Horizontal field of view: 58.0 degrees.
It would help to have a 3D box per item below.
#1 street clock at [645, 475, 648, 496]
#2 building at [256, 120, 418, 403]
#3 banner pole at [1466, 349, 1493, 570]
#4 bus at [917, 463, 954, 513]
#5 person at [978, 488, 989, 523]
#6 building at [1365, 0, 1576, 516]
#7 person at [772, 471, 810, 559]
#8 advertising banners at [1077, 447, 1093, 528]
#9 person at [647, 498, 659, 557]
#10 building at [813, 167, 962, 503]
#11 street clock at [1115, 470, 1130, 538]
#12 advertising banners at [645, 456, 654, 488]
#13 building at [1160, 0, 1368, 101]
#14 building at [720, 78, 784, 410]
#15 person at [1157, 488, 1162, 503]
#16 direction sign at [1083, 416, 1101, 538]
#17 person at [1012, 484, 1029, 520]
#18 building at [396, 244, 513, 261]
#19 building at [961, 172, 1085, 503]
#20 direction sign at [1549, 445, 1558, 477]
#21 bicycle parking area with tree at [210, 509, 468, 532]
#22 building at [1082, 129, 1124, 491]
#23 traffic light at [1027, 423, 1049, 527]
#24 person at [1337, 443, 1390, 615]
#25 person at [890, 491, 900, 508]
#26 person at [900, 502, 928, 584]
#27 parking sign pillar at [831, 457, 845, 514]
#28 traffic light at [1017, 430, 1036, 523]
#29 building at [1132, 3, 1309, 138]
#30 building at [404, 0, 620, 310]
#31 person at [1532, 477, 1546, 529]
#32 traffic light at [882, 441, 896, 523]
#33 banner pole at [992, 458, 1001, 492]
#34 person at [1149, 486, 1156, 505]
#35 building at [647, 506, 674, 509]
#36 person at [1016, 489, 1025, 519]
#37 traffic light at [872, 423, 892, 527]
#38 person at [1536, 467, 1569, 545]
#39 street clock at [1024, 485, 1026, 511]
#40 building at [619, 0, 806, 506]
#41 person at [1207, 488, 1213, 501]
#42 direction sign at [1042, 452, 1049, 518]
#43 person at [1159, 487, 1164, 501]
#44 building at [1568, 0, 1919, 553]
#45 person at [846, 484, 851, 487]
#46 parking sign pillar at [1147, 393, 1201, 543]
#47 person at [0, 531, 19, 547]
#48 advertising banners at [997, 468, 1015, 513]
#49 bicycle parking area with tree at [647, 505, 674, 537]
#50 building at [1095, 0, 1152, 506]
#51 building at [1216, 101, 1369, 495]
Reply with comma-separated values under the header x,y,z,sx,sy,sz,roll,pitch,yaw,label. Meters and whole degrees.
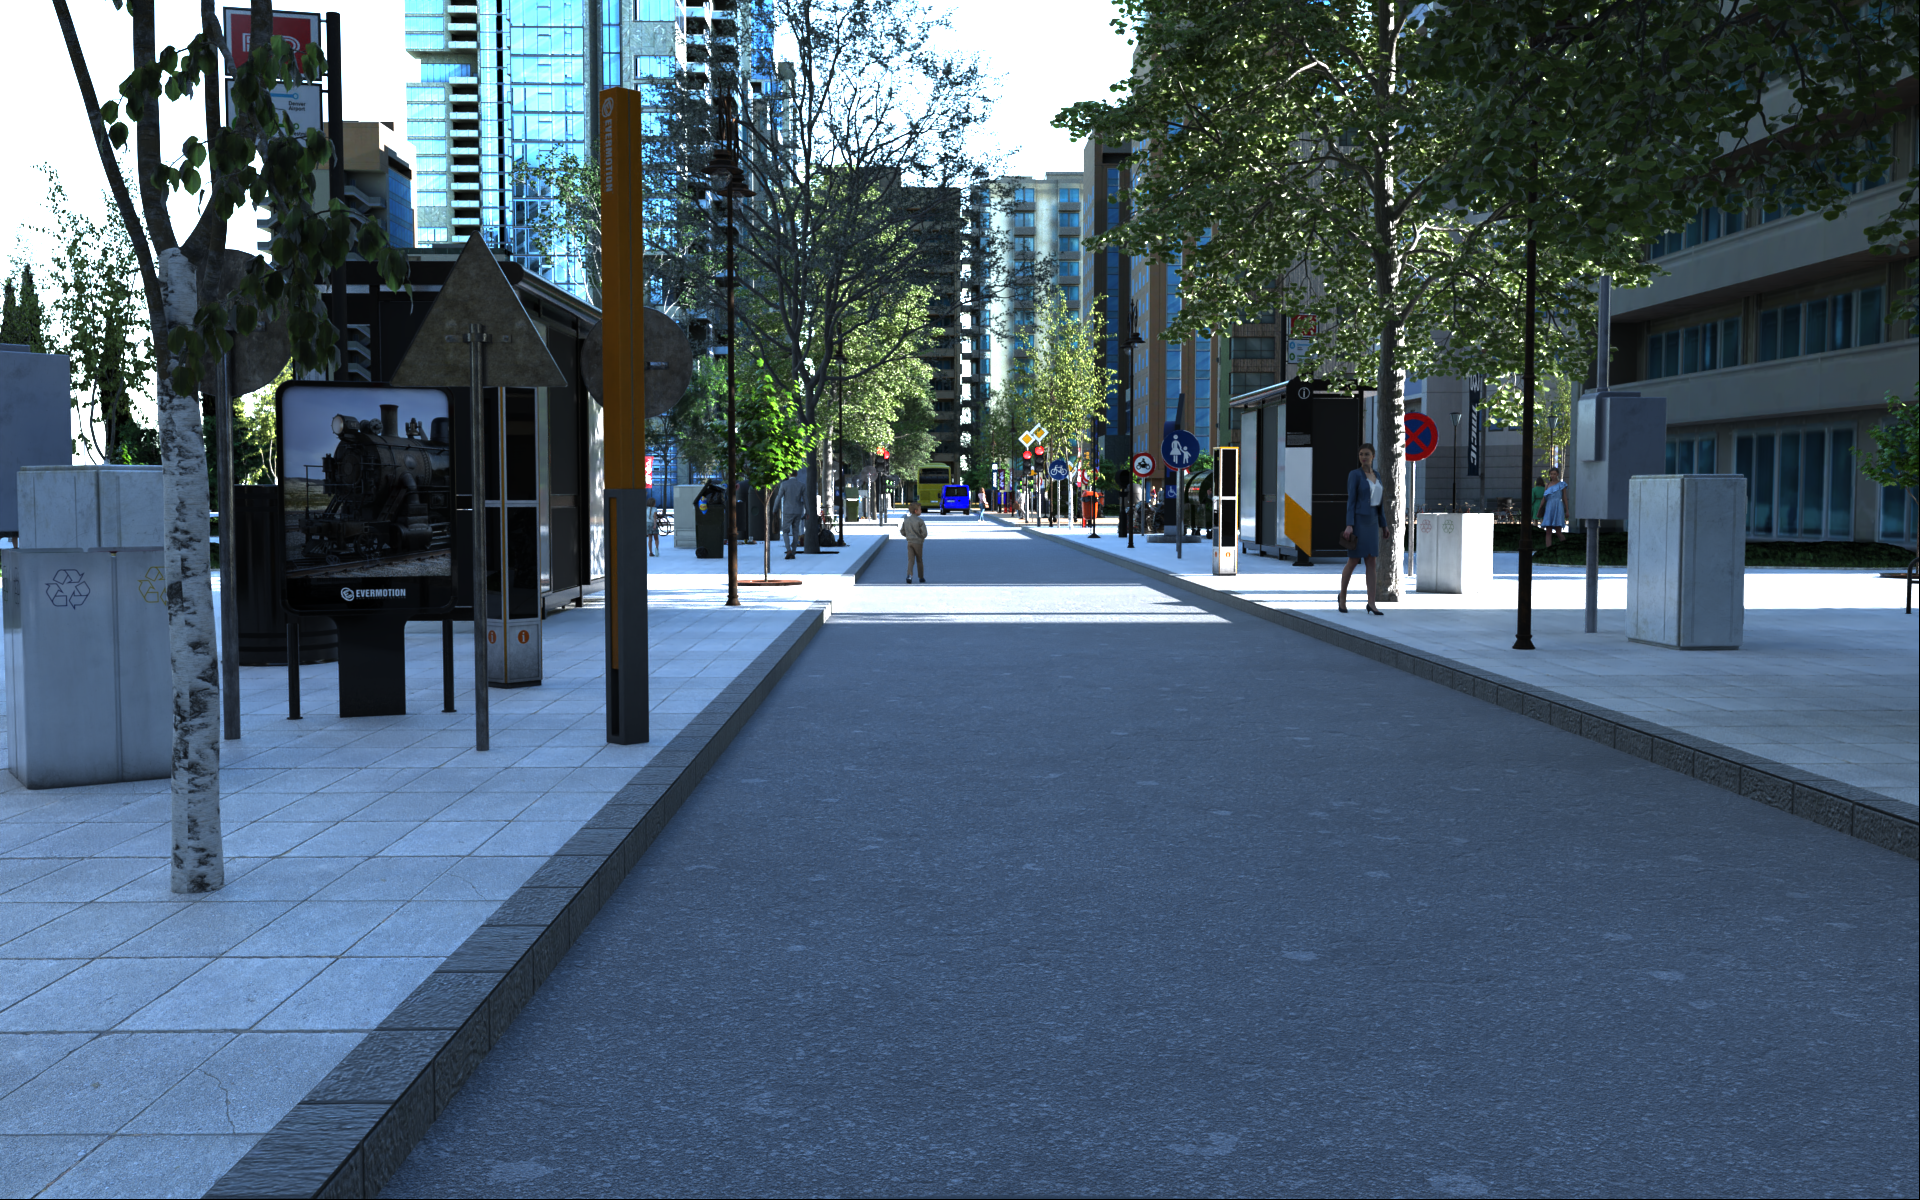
x,y,z,sx,sy,sz,roll,pitch,yaw,label
-11.977,-3.724,65.456,0.358,2.002,0.471,0,4,-8,street clock
-72.971,-33.896,204.307,14.200,45.320,14.600,0,4,-1,building
8.734,-2.399,29.234,0.401,3.779,0.863,3,5,39,banner pole
-1.943,-8.813,135.644,2.896,3.916,12.252,0,3,0,bus
1.078,-4.715,86.179,0.643,1.750,0.593,-2,4,-34,person
40.059,-34.156,100.451,28.212,58.520,21.231,0,4,-1,building
-3.347,-1.719,34.274,0.709,1.813,0.853,-1,4,-21,person
4.734,-4.254,65.748,0.090,3.025,2.074,1,4,21,advertising banners
-6.382,-1.496,35.511,0.505,1.210,0.382,1,4,12,person
-10.612,-38.844,258.806,21.600,48.544,21.300,0,4,-1,building
4.816,-2.848,51.139,0.471,2.002,0.358,-2,4,-33,street clock
-14.874,-5.077,79.200,2.074,3.025,0.090,-3,5,-42,advertising banners
46.131,-57.869,258.835,31.000,86.520,22.319,0,4,-1,building
-35.997,-35.459,199.360,30.456,49.044,23.786,0,4,-1,building
16.826,-8.543,145.905,0.709,1.800,0.728,3,4,38,person
3.913,-3.575,50.441,0.379,3.537,0.876,-1,4,-8,direction sign
3.082,-4.946,87.031,0.853,1.813,0.709,1,4,15,person
-58.643,-26.446,204.088,14.107,30.474,14.160,0,4,-1,building
15.401,-39.155,259.796,30.456,49.044,23.786,0,4,-1,building
27.423,-5.386,80.056,0.379,3.537,0.876,3,5,41,direction sign
-18.171,-3.603,45.908,8.231,4.147,9.016,1,4,14,bicycle parking area with tree
22.128,-34.006,206.104,14.600,45.320,14.200,0,4,-1,building
3.078,-4.838,68.020,0.839,4.253,0.868,0,4,-1,traffic light
4.313,-0.763,18.546,0.581,1.822,0.654,-1,4,-15,person
-6.033,-9.263,157.512,1.348,1.821,0.705,3,5,41,person
-0.740,-0.921,27.825,0.475,1.303,0.640,1,4,12,person
-8.021,-7.533,111.633,1.447,3.967,1.447,-3,5,-43,parking sign pillar
2.916,-5.326,76.004,0.839,4.253,0.868,0,4,-1,traffic light
23.544,-31.201,160.249,14.600,45.320,14.200,0,4,-1,building
-68.407,-57.756,256.976,31.000,86.520,22.319,0,4,-1,building
17.264,-2.772,51.618,0.600,1.795,0.529,0,4,0,person
-3.244,-5.318,75.863,0.839,4.253,0.868,0,4,-1,traffic light
2.580,-8.028,121.282,0.863,3.779,0.401,-2,4,-29,banner pole
13.277,-6.929,119.307,0.573,1.828,0.580,-1,4,-16,person
-31.165,-52.082,164.206,22.319,86.520,31.000,0,4,-1,building
3.129,-5.006,88.079,0.709,1.800,0.728,-1,4,-21,person
-3.081,-4.829,67.880,0.839,4.253,0.868,0,4,-1,traffic light
11.721,-1.717,34.203,0.778,1.811,0.616,-3,5,-40,person
4.045,-6.292,107.436,0.358,2.002,0.471,1,4,20,street clock
-37.000,-57.749,256.860,31.000,86.520,22.319,0,4,-1,building
4.815,-1.587,32.178,0.466,1.800,0.511,0,4,-1,person
4.557,-6.141,92.399,0.379,3.537,0.876,1,4,22,direction sign
15.486,-7.682,131.748,0.694,1.812,0.767,2,4,34,person
28.055,-25.292,37.234,21.300,48.544,21.600,0,4,-1,building
-5.400,-4.800,84.709,0.526,1.800,0.537,0,4,-6,person
5.676,-3.508,45.835,1.447,3.967,1.447,1,4,12,parking sign pillar
-19.402,-1.744,34.779,1.509,1.804,0.699,1,4,20,person
3.576,-7.525,119.228,2.074,3.025,0.090,1,4,22,advertising banners
-12.674,-4.111,54.210,9.016,4.147,8.231,1,4,15,bicycle parking area with tree
27.019,-53.147,181.625,22.319,86.520,31.000,0,4,-1,building
26.418,-21.990,131.245,14.160,30.474,14.107,0,4,-1,building
